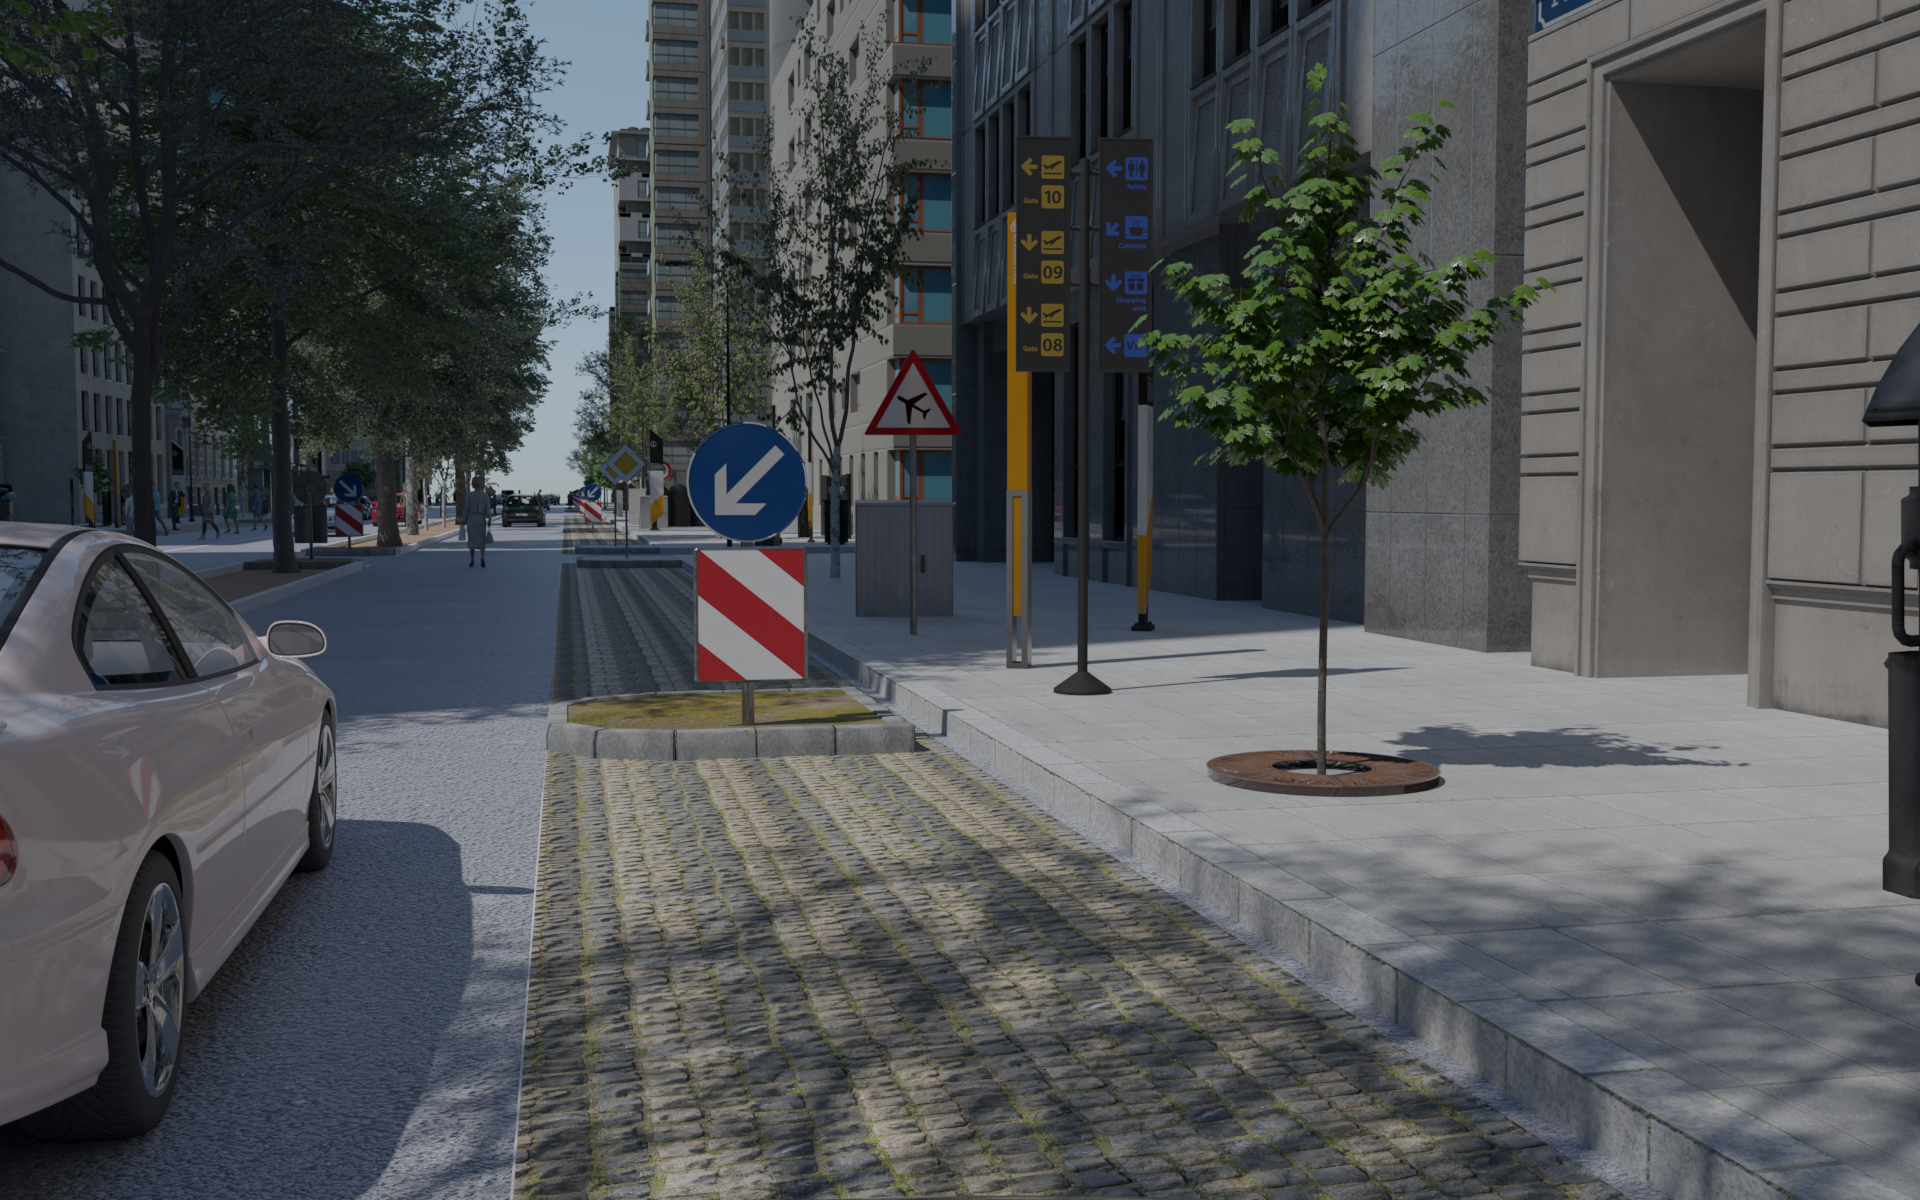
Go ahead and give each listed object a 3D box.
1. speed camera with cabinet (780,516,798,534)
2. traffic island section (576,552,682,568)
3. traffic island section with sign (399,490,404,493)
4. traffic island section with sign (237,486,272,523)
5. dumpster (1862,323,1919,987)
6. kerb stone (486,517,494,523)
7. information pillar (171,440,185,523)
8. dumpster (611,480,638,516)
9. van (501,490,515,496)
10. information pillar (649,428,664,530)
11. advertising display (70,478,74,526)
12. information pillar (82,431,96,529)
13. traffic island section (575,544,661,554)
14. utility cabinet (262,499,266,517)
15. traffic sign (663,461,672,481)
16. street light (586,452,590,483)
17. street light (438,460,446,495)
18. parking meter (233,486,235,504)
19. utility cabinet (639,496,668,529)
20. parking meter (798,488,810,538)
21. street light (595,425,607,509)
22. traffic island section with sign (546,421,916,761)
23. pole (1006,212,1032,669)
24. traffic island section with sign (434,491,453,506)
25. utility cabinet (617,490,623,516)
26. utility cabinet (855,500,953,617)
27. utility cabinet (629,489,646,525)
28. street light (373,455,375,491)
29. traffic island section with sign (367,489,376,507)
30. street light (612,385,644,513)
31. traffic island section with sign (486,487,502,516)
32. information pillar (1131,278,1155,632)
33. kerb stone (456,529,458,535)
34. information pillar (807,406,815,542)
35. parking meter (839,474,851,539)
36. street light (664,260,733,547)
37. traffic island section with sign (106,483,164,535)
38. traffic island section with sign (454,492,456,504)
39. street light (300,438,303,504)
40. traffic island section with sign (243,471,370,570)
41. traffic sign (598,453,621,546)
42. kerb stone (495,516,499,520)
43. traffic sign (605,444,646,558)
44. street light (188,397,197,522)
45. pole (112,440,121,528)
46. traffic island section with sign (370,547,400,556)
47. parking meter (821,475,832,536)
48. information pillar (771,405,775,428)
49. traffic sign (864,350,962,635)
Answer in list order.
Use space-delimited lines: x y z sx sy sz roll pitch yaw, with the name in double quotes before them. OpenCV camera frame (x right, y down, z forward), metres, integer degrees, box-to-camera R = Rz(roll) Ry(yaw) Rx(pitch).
"speed camera with cabinet" -5.721 -3.815 56.707 0.660 3.252 2.038 -1 4 -14
"traffic island section" -6.642 -0.756 34.645 2.009 0.180 2.903 -1 4 -13
"traffic island section with sign" -52.264 -9.412 162.510 1.989 1.847 2.006 -1 4 -13
"traffic island section with sign" -35.062 -4.789 86.926 1.989 1.847 2.006 -1 4 -13
"dumpster" 2.695 0.172 2.939 1.264 1.857 1.865 -1 4 -13
"kerb stone" -24.423 -4.150 90.041 0.120 0.150 1.000 -1 4 -13
"information pillar" -34.186 -5.160 75.724 0.504 3.616 0.183 0 4 -5
"dumpster" -19.415 -5.978 100.230 1.502 2.255 1.985 -1 4 -13
"van" -62.716 -14.435 240.399 2.240 2.365 5.245 -1 4 -11
"information pillar" -10.811 -4.300 61.657 0.504 3.616 0.183 -1 4 -10
"advertising display" -35.459 -3.912 69.172 0.123 1.923 0.974 -2 4 -27
"information pillar" -32.204 -4.442 63.989 0.183 3.616 0.504 0 4 7
"traffic island section" -8.414 -1.232 42.432 2.009 0.180 2.903 -1 4 -13
"utility cabinet" -39.297 -5.421 97.314 0.318 1.500 1.173 -2 4 -35
"traffic sign" -11.374 -4.036 66.093 0.768 2.556 0.104 0 4 -7
"street light" -30.877 -10.718 147.783 1.470 5.913 1.316 -1 4 -13
"street light" -70.444 -16.104 235.842 1.470 5.913 1.316 -1 4 -13
"parking meter" -43.280 -5.944 102.889 0.255 1.863 0.399 3 5 43
"utility cabinet" -11.352 -3.242 64.169 1.020 1.237 0.306 -1 4 -22
"parking meter" -4.597 -2.606 51.024 0.372 1.533 0.369 0 3 0
"street light" -23.591 -8.743 115.492 1.470 5.913 1.316 -1 4 -13
"traffic island section with sign" -1.432 -0.098 10.234 1.989 1.847 2.006 -1 4 -13
"pole" 0.436 -1.153 12.687 0.158 3.312 0.155 0 3 0
"traffic island section with sign" -64.288 -12.641 215.311 1.989 1.847 2.006 -1 4 -13
"utility cabinet" -19.314 -5.488 98.403 0.318 1.500 1.173 -1 4 -13
"utility cabinet" -0.590 -0.433 18.235 1.020 1.237 0.306 0 4 -5
"utility cabinet" -13.139 -3.869 71.931 1.173 1.500 0.318 0 4 0
"street light" -52.109 -11.195 155.585 1.470 5.913 1.316 -1 4 -13
"traffic island section with sign" -46.276 -7.804 136.226 1.989 1.847 2.006 -1 4 -13
"street light" -14.053 -6.189 73.725 1.470 5.913 1.316 -1 4 -13
"traffic island section with sign" -30.987 -6.476 114.019 2.006 1.907 1.989 -1 4 -13
"information pillar" 1.747 -1.527 16.314 0.183 3.616 0.504 1 4 13
"kerb stone" -17.598 -2.316 60.061 0.120 0.150 1.000 -1 4 -13
"information pillar" -3.963 -3.338 45.926 0.183 3.616 0.504 0 3 0
"parking meter" -3.320 -2.671 49.388 0.399 1.863 0.255 2 4 24
"street light" -5.173 -3.797 34.629 1.470 5.913 1.316 -1 4 -13
"traffic island section with sign" -29.071 -3.181 60.642 1.989 1.847 2.006 -1 4 -13
"traffic island section with sign" -70.299 -14.255 241.697 1.989 1.847 2.006 -1 4 -13
"street light" -42.594 -8.620 113.477 1.470 5.913 1.316 -1 4 -13
"traffic island section with sign" -12.663 -1.553 33.525 2.006 1.907 1.989 -1 4 -13
"traffic sign" -8.435 -2.367 42.349 0.795 2.450 0.064 -1 4 -13
"kerb stone" -25.790 -4.516 96.036 0.120 0.150 1.000 -1 4 -13
"traffic sign" -6.663 -1.891 34.563 0.795 2.450 0.064 -1 4 -13
"street light" -35.014 -6.579 80.100 1.470 5.913 1.316 -1 4 -13
"pole" -31.809 -4.372 65.326 0.158 3.312 0.155 0 3 0
"traffic island section with sign" -14.298 -1.995 40.751 2.006 1.907 1.989 -1 4 -13
"parking meter" -4.112 -2.928 53.578 0.255 1.863 0.399 2 4 29
"information pillar" -4.923 -3.325 45.724 0.183 3.616 0.504 -1 4 -11
"traffic sign" -0.427 -0.962 15.727 0.884 2.594 0.081 0 4 -8
